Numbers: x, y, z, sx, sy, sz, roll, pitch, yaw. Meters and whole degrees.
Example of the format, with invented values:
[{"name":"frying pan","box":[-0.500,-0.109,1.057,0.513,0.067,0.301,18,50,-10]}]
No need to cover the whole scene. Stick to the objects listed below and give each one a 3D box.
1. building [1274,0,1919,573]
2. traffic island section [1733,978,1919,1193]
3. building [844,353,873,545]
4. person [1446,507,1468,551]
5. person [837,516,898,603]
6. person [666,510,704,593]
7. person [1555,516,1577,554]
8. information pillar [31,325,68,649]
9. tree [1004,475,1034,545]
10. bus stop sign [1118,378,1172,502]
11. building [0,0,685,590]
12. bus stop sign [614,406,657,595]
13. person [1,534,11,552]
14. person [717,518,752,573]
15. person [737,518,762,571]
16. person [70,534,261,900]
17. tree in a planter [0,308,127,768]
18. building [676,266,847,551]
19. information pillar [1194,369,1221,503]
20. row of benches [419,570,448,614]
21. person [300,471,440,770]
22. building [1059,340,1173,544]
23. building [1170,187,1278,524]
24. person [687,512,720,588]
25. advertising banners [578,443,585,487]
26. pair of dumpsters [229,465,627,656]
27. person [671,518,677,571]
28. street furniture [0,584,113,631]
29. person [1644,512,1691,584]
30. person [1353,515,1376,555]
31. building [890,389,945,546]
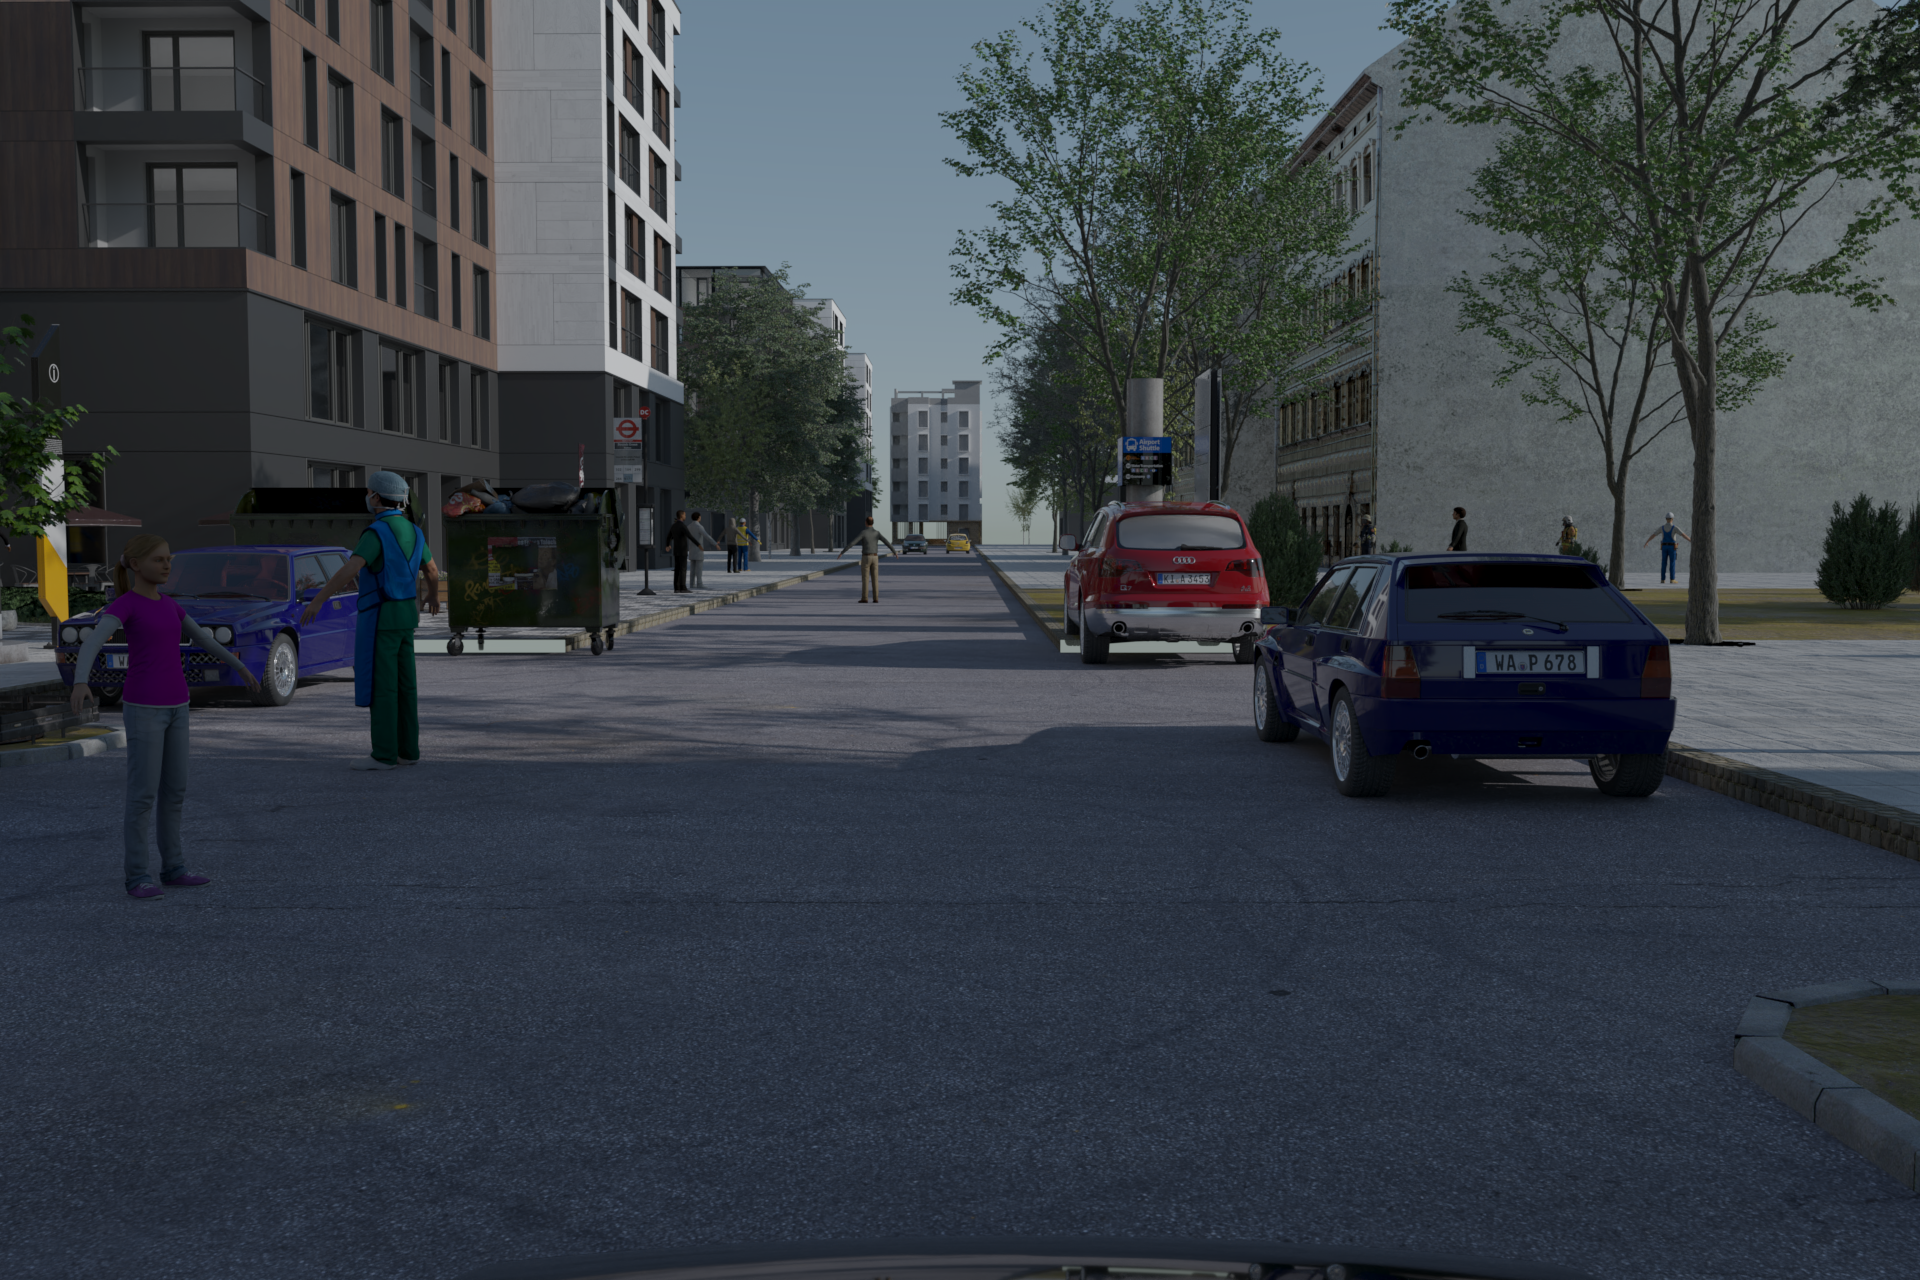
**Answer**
[{"name":"building","box":[22.904,-14.350,65.552,19.493,23.208,18.063,0,3,0]},{"name":"traffic island section","box":[3.069,1.138,4.262,1.991,0.108,1.994,0,4,0]},{"name":"building","box":[-24.598,-21.364,193.270,27.936,21.610,32.646,0,4,0]},{"name":"person","box":[9.623,-1.672,33.529,0.705,1.806,1.347,2,4,24]},{"name":"person","box":[-1.885,-1.666,35.973,1.348,1.796,0.705,-2,4,-24]},{"name":"person","box":[-6.047,-1.922,37.655,0.704,1.802,1.346,-3,5,-43]},{"name":"person","box":[18.880,-2.945,53.914,0.705,1.858,1.354,0,3,0]},{"name":"information pillar","box":[-10.105,-1.706,19.240,0.183,3.616,0.504,0,4,0]},{"name":"tree","box":[8.065,-16.031,212.466,4.360,8.622,3.978,0,3,0]},{"name":"bus stop sign","box":[3.149,-2.482,29.590,0.837,3.901,0.837,0,3,0]},{"name":"building","box":[-25.103,-12.738,52.235,27.936,21.610,32.646,0,4,1]},{"name":"bus stop sign","box":[-6.806,-2.910,36.281,0.855,3.939,0.416,0,4,-1]},{"name":"person","box":[-20.004,-1.763,35.552,0.721,1.740,1.216,1,4,20]},{"name":"person","box":[-7.476,-3.110,56.978,1.348,1.813,0.705,2,4,25]},{"name":"person","box":[-7.458,-3.280,59.593,1.349,1.833,0.705,2,4,24]},{"name":"person","box":[-3.153,0.296,6.889,0.599,1.433,0.991,1,4,17]},{"name":"tree in a planter","box":[-6.634,-0.863,11.330,1.991,3.239,1.994,0,4,1]},{"name":"building","box":[-25.025,-18.628,148.535,27.936,21.610,32.646,0,4,1]},{"name":"information pillar","box":[3.626,-2.087,25.443,0.184,3.620,1.656,0,4,1]},{"name":"row of benches","box":[-9.099,-0.862,29.562,1.422,0.672,4.104,-2,4,-28]},{"name":"person","box":[-3.534,-0.125,10.633,0.704,1.817,1.347,1,4,16]},{"name":"building","box":[24.731,-21.203,190.649,27.936,21.610,32.646,0,4,0]},{"name":"building","box":[21.722,-15.999,92.507,19.493,23.208,18.063,0,3,0]},{"name":"person","box":[-6.237,-2.137,41.125,1.347,1.806,0.705,3,4,38]},{"name":"advertising banners","box":[-7.281,-2.230,32.655,0.090,3.025,2.074,0,3,0]},{"name":"pair of dumpsters","box":[-6.319,-0.966,20.746,4.436,2.255,1.574,0,4,0]},{"name":"person","box":[-9.762,-3.293,59.779,0.705,1.837,1.347,-2,4,-32]},{"name":"street furniture","box":[-14.528,-0.512,23.997,5.734,0.657,10.072,1,4,8]},{"name":"person","box":[18.442,-2.396,45.038,1.347,1.847,0.705,3,5,40]},{"name":"person","box":[12.091,-2.805,51.641,0.705,1.856,1.354,-1,4,-11]},{"name":"building","box":[-8.439,-21.939,217.581,11.380,20.090,16.016,0,4,4]}]
